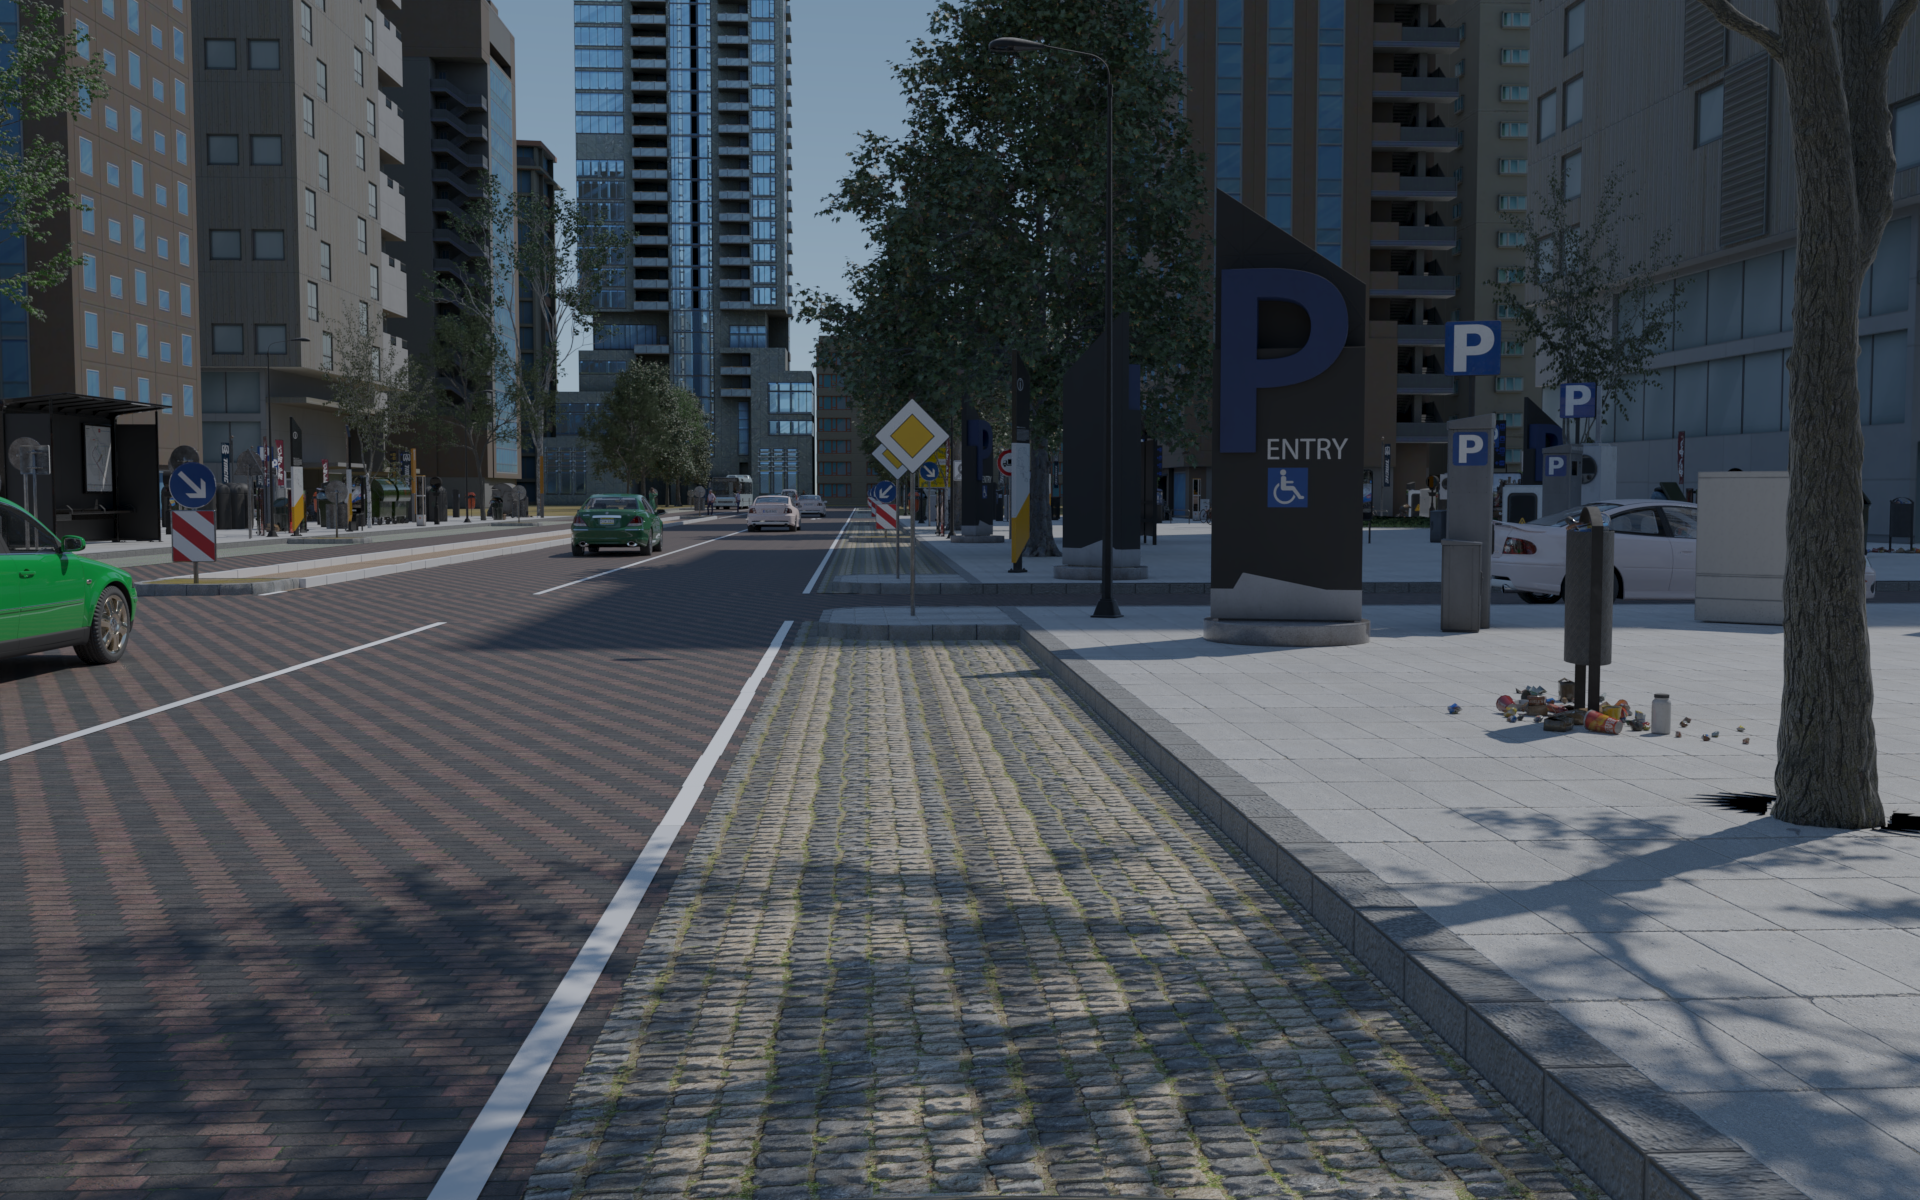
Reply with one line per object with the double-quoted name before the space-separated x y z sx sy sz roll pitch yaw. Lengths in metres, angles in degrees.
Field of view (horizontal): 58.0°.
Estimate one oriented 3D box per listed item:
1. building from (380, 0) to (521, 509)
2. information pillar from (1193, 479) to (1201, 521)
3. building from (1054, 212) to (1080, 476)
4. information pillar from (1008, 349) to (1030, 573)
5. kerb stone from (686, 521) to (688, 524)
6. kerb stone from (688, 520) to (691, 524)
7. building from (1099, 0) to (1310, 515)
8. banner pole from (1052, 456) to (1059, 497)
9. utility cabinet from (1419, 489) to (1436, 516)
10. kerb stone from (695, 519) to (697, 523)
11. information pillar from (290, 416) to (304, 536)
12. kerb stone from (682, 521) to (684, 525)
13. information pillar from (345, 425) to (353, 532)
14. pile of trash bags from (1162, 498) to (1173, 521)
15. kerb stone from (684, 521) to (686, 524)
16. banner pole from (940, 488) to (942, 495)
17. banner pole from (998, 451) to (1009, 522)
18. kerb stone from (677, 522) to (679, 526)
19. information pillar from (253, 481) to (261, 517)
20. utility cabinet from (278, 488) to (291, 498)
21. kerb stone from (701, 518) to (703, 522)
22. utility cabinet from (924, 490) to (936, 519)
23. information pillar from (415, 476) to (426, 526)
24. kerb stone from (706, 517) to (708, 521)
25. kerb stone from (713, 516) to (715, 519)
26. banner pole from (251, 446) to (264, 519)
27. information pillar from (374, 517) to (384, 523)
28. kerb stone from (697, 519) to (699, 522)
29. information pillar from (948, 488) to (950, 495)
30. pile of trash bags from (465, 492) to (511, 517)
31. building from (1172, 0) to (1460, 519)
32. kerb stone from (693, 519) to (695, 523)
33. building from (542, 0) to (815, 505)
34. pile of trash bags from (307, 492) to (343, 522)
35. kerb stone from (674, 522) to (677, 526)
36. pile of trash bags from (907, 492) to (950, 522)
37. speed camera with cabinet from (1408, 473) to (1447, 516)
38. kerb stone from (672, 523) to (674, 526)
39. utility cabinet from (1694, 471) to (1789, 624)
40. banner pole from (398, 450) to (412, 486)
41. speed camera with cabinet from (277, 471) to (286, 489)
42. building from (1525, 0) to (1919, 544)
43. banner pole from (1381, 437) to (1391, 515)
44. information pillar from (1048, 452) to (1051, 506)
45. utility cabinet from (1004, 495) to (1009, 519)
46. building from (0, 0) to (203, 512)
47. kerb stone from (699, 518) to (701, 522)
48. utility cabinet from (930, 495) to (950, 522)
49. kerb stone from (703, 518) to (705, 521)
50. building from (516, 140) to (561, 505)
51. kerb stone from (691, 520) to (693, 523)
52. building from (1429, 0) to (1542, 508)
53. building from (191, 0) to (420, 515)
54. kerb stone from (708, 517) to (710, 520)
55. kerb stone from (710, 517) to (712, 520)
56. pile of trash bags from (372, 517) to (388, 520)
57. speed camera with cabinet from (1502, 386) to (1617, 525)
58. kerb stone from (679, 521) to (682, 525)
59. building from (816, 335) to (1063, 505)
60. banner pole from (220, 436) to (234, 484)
"building" -47.770 -30.800 153.697 14.200 45.320 14.600 0 4 -3
"information pillar" 11.264 -4.767 82.436 0.304 2.012 0.304 2 4 27
"building" 25.504 -38.233 214.347 27.495 52.752 28.713 0 4 -3
"information pillar" 0.983 -2.257 28.249 0.183 3.616 0.504 2 4 30
"kerb stone" -13.087 -3.658 82.007 0.120 0.150 1.000 0 4 -3
"kerb stone" -13.142 -3.720 83.028 0.120 0.150 1.000 0 4 -3
"building" 16.780 -29.306 129.264 14.600 45.320 14.200 0 4 -3
"banner pole" 4.940 -6.135 90.329 0.401 3.779 0.863 2 4 33
"utility cabinet" 18.926 -3.760 70.152 0.318 1.500 1.173 0 4 -2
"kerb stone" -13.310 -3.909 86.111 0.120 0.150 1.000 0 4 -3
"information pillar" -20.129 -3.743 52.551 0.183 3.616 0.504 1 4 13
"kerb stone" -12.969 -3.532 79.966 0.120 0.150 1.000 0 4 -3
"information pillar" -20.728 -4.122 58.746 0.183 3.616 0.504 -2 4 -28
"pile of trash bags" 8.865 -4.474 82.903 1.912 1.369 3.447 2 4 27
"kerb stone" -13.028 -3.591 80.987 0.120 0.150 1.000 0 4 -3
"banner pole" -0.779 -5.737 83.822 0.401 3.779 0.863 -3 4 -38
"banner pole" 2.041 -5.505 80.028 0.401 3.779 0.863 3 5 43
"kerb stone" -12.860 -3.401 77.925 0.120 0.150 1.000 0 4 -3
"information pillar" -38.689 -5.556 95.327 0.304 2.012 0.304 1 4 19
"utility cabinet" -35.716 -5.060 91.416 1.173 1.500 0.318 -2 4 -32
"kerb stone" -13.488 -4.097 89.182 0.120 0.150 1.000 0 4 -3
"utility cabinet" -1.666 -4.743 86.221 1.173 1.500 0.318 -3 5 -42
"information pillar" -21.402 -3.930 68.740 0.304 2.012 0.304 0 4 -1
"kerb stone" -13.653 -4.284 92.251 0.120 0.150 1.000 0 4 -3
"kerb stone" -13.874 -4.535 96.340 0.120 0.150 1.000 0 4 -3
"banner pole" -36.693 -6.143 90.454 0.863 3.779 0.401 -1 4 -12
"information pillar" -25.992 -4.464 77.473 0.304 2.012 0.304 1 4 21
"kerb stone" -13.365 -3.972 87.136 0.120 0.150 1.000 0 4 -3
"information pillar" -0.370 -5.518 81.575 0.504 3.616 0.183 1 4 10
"pile of trash bags" -26.225 -5.390 97.873 3.447 1.369 1.912 -2 4 -27
"building" 17.941 -27.197 94.783 14.600 45.320 14.200 0 4 -3
"kerb stone" -13.259 -3.842 85.088 0.120 0.150 1.000 0 4 -3
"building" -33.122 -54.672 206.562 31.000 86.520 22.319 0 4 -3
"pile of trash bags" -29.539 -4.327 80.497 1.912 1.369 3.447 -1 4 -11
"kerb stone" -12.800 -3.346 76.896 0.120 0.150 1.000 0 4 -3
"pile of trash bags" -0.752 -4.247 79.183 3.447 1.369 1.912 1 4 12
"speed camera with cabinet" 20.932 -5.034 76.637 2.038 3.252 0.660 2 4 26
"kerb stone" -12.736 -3.280 75.876 0.120 0.150 1.000 0 4 -3
"utility cabinet" 7.892 -0.510 17.018 1.173 1.500 0.318 3 5 40
"banner pole" -28.775 -6.095 89.674 0.863 3.779 0.401 0 4 2
"speed camera with cabinet" -26.924 -4.566 68.990 0.660 3.252 2.038 0 4 6
"building" 35.879 -28.453 54.440 27.495 52.752 28.713 0 4 -3
"banner pole" 18.617 -5.251 75.871 0.401 3.779 0.863 -1 4 -20
"information pillar" 3.497 -4.910 71.635 0.504 3.616 0.183 1 4 18
"utility cabinet" 2.755 -4.676 87.609 1.020 1.237 0.306 -1 4 -11
"building" -45.286 -26.298 80.083 14.600 45.320 14.200 0 4 -3
"kerb stone" -13.428 -4.034 88.156 0.120 0.150 1.000 0 4 -3
"utility cabinet" -0.910 -4.254 80.716 1.020 1.237 0.306 1 4 11
"kerb stone" -13.542 -4.160 90.205 0.120 0.150 1.000 0 4 -3
"building" -63.210 -33.789 207.068 28.867 44.769 22.147 0 4 -3
"kerb stone" -13.192 -3.776 84.055 0.120 0.150 1.000 0 4 -3
"building" 52.990 -32.518 155.377 21.600 48.544 21.300 0 4 -3
"building" -52.275 -31.943 111.507 28.713 52.752 27.495 0 4 -3
"kerb stone" -13.709 -4.347 93.275 0.120 0.150 1.000 0 4 -3
"kerb stone" -13.765 -4.410 94.299 0.120 0.150 1.000 0 4 -3
"pile of trash bags" -28.664 -4.607 85.073 3.447 1.369 1.912 0 4 -4
"speed camera with cabinet" 11.101 -2.312 32.139 0.660 3.252 2.038 -3 4 -38
"kerb stone" -12.913 -3.471 78.945 0.120 0.150 1.000 0 4 -3
"building" -2.807 -22.494 212.812 28.899 21.520 27.650 0 4 -3
"banner pole" -31.260 -5.140 74.062 0.401 3.779 0.863 1 4 22
